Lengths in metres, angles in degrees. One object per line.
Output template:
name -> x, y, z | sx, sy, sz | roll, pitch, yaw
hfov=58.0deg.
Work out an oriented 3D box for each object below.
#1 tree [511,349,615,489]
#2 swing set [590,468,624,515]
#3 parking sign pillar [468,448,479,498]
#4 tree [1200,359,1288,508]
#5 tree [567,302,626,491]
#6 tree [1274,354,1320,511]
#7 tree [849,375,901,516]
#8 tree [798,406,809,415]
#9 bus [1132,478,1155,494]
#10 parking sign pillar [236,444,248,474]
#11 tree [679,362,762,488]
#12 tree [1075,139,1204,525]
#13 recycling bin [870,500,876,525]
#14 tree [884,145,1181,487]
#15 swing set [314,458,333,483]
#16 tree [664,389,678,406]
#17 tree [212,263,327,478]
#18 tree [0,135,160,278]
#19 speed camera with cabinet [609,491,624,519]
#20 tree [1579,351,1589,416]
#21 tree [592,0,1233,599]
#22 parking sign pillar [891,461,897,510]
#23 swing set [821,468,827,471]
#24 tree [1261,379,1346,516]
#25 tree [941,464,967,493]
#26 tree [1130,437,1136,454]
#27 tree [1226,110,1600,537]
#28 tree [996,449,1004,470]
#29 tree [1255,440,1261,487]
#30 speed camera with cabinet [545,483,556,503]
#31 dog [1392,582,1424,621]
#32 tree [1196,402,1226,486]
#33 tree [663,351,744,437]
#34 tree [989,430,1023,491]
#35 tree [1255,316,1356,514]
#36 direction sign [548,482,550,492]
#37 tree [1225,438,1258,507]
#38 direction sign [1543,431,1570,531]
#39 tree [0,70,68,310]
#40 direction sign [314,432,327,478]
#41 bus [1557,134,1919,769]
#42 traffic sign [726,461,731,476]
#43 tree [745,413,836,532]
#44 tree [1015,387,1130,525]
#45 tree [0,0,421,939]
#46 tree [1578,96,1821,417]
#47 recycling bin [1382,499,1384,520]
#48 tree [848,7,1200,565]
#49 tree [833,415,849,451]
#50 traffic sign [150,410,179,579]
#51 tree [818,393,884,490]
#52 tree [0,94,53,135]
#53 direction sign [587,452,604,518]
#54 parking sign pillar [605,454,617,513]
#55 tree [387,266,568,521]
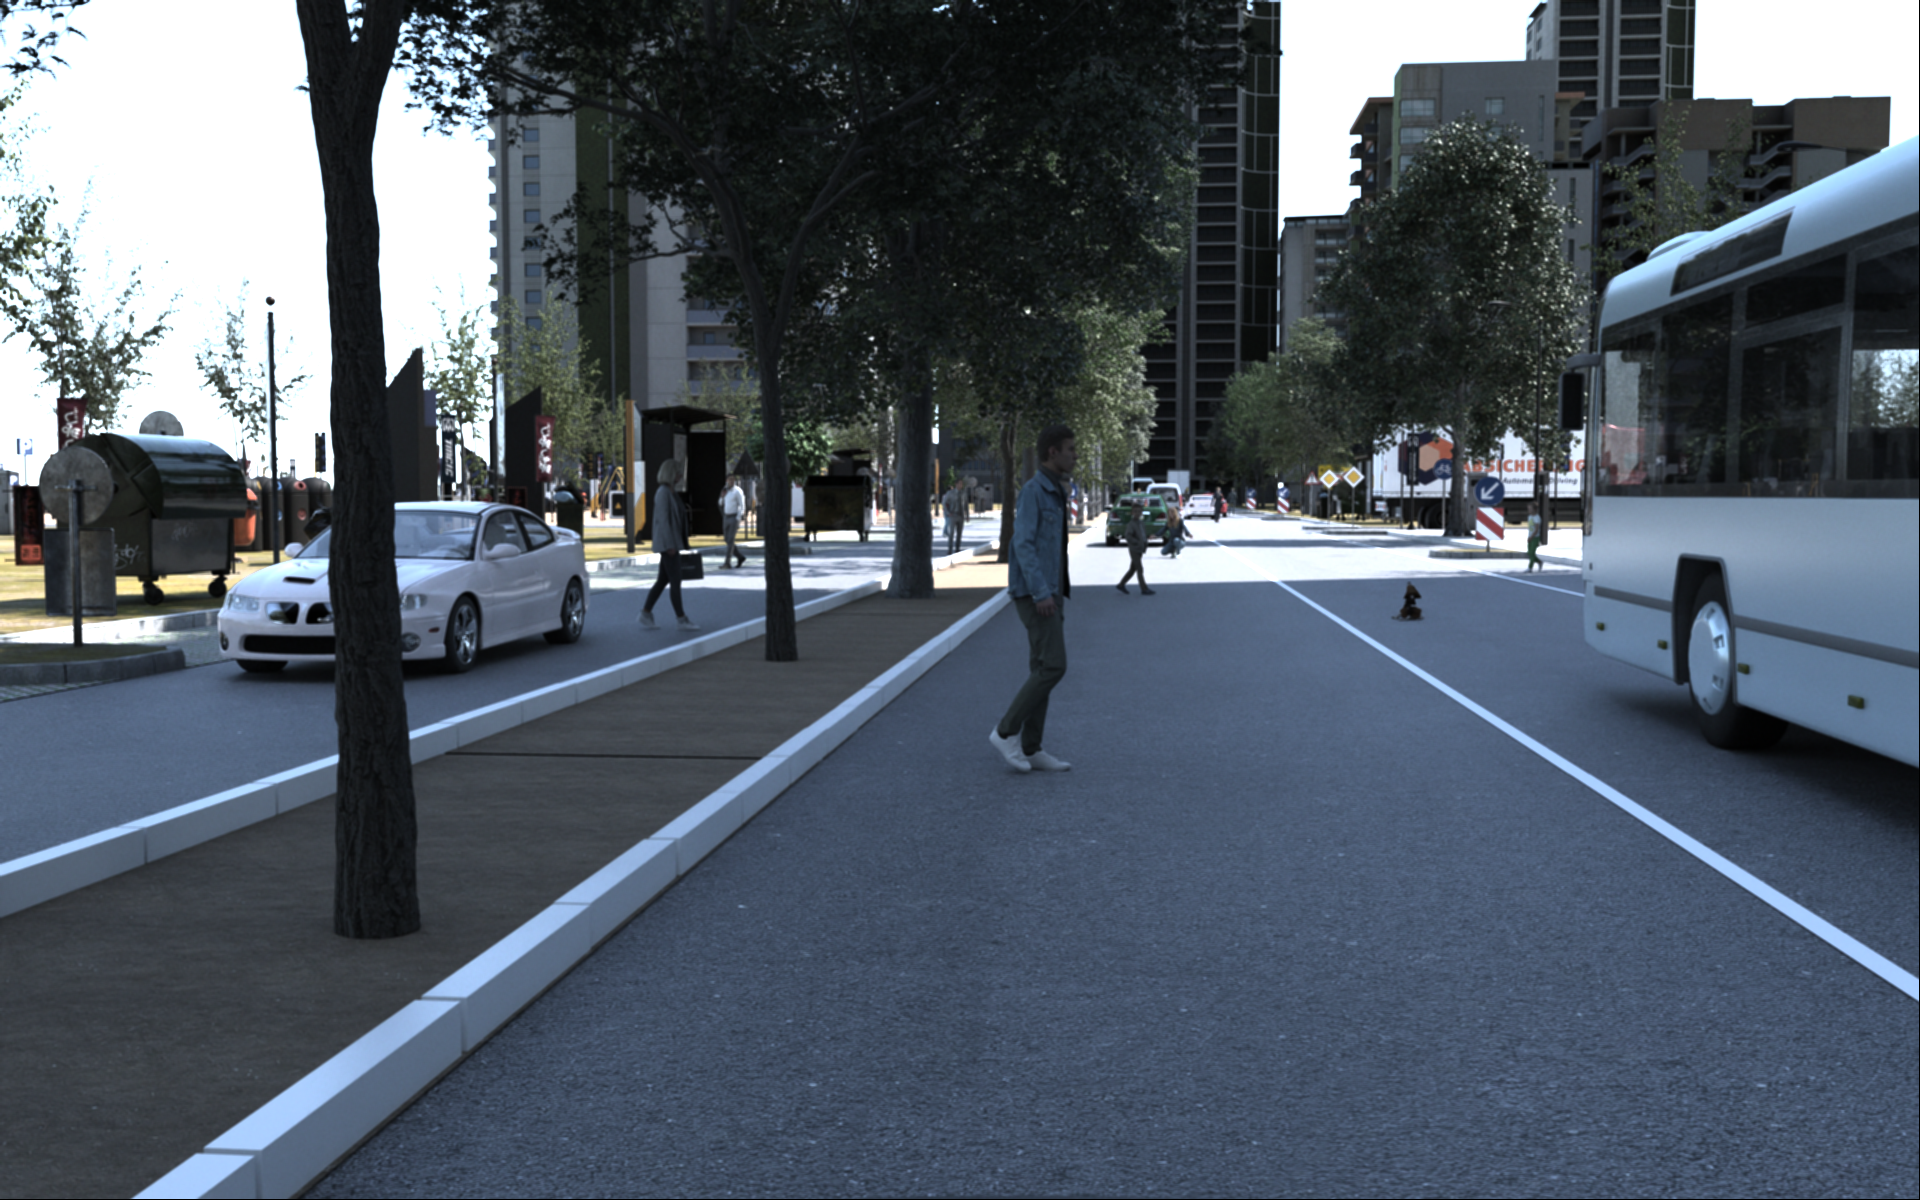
tree -> -19.854, -8.386, 87.476 | 4.360, 8.622, 3.978 | 0, 3, 0
swing set -> -20.102, -6.471, 103.429 | 2.862, 2.851, 3.119 | 0, 4, 2
parking sign pillar -> -27.394, -6.692, 97.891 | 1.447, 3.967, 1.447 | 1, 4, 10
tree -> 26.994, -15.115, 157.504 | 12.009, 13.543, 11.850 | 0, 3, 0
tree -> -14.803, -6.789, 61.357 | 4.737, 8.622, 4.395 | 0, 3, 0
tree -> 23.801, -12.519, 130.438 | 9.928, 11.665, 9.643 | 0, 3, 0
tree -> -4.223, -9.347, 103.190 | 4.360, 8.622, 3.978 | 0, 3, 0
tree -> -9.804, -10.247, 117.908 | 4.737, 8.622, 4.395 | 0, 3, 0
bus -> 21.992, -13.000, 207.403 | 2.948, 3.499, 13.247 | 0, 4, 7
parking sign pillar -> -38.383, -6.375, 92.704 | 1.447, 3.967, 1.447 | -2, 4, -27
tree -> -12.465, -8.877, 95.501 | 4.737, 8.622, 4.395 | 0, 3, 0
tree -> 5.904, -14.381, 93.473 | 12.611, 20.169, 13.585 | 0, 3, 0
recycling bin -> -3.888, -3.615, 71.663 | 0.722, 1.027, 0.722 | 0, 4, 6
tree -> 1.661, -7.536, 43.804 | 7.486, 12.596, 7.792 | 0, 3, 0
swing set -> -26.706, -4.803, 76.152 | 3.119, 2.851, 2.862 | -1, 4, -17
tree -> -16.355, -9.568, 106.806 | 4.737, 8.622, 4.395 | 0, 3, 0
tree -> -22.669, -6.402, 55.039 | 4.360, 8.622, 3.978 | 0, 3, 0
tree -> -19.394, -5.364, 38.058 | 4.360, 8.622, 3.978 | 0, 3, 0
speed camera with cabinet -> -17.337, -5.890, 90.642 | 2.038, 3.252, 0.660 | -1, 4, -13
tree -> 29.352, -7.752, 77.106 | 4.360, 8.622, 3.978 | 0, 3, 0
tree -> -0.678, -6.998, 23.530 | 9.857, 13.997, 8.962 | 0, 3, 0
parking sign pillar -> -5.206, -9.435, 142.741 | 1.447, 3.967, 1.447 | 1, 4, 10
swing set -> -8.405, -6.606, 105.620 | 2.862, 2.851, 3.119 | 0, 4, 3
tree -> 20.757, -9.228, 101.233 | 4.360, 8.622, 3.978 | 0, 3, 0
tree -> -0.535, -7.110, 110.851 | 1.663, 3.219, 1.824 | 0, 3, 0
tree -> 11.051, -10.796, 129.328 | 4.737, 8.622, 4.395 | 0, 3, 0
tree -> 15.003, -8.262, 52.090 | 9.611, 12.733, 9.660 | 0, 3, 0
tree -> 4.944, -13.035, 163.489 | 4.737, 8.622, 4.395 | 0, 3, 0
tree -> 25.389, -11.504, 138.455 | 4.360, 8.622, 3.978 | 0, 3, 0
speed camera with cabinet -> -32.694, -8.736, 137.170 | 2.038, 3.252, 0.660 | 2, 4, 32
dog -> 5.113, 0.015, 19.947 | 0.748, 0.427, 0.550 | -3, 4, -37
tree -> 30.757, -16.738, 190.667 | 9.611, 12.733, 9.660 | 0, 3, 0
tree -> -13.041, -8.484, 89.084 | 4.360, 8.622, 3.978 | 0, 3, 0
tree -> 4.142, -12.025, 146.969 | 4.360, 8.622, 3.978 | 0, 3, 0
tree -> 22.578, -11.766, 110.503 | 7.486, 12.596, 7.792 | 0, 3, 0
direction sign -> -35.247, -9.588, 148.760 | 0.379, 3.537, 0.876 | -2, 4, -29
tree -> 29.260, -13.863, 177.023 | 4.737, 8.622, 4.395 | 0, 3, 0
direction sign -> 20.961, -4.215, 60.913 | 0.876, 3.537, 0.379 | 1, 4, 17
tree -> -14.175, -4.405, 22.379 | 4.737, 8.622, 4.395 | 0, 3, 0
direction sign -> -23.320, -4.356, 63.216 | 0.876, 3.537, 0.379 | 3, 5, 44
bus -> 5.146, -0.731, 6.811 | 2.948, 3.499, 13.247 | 0, 4, 6
traffic sign -> -8.769, -3.873, 63.437 | 0.768, 2.556, 0.104 | 1, 4, 11
tree -> -5.791, -4.576, 58.537 | 4.285, 4.588, 4.351 | 0, 3, 0
tree -> 4.686, -7.266, 71.618 | 4.737, 8.622, 4.395 | 0, 3, 0
tree -> -1.847, -4.209, 5.693 | 8.767, 10.594, 7.601 | 0, 4, 6
tree -> 13.993, -5.038, 32.732 | 4.737, 8.622, 4.395 | 0, 3, 0
recycling bin -> 21.071, -4.395, 84.406 | 0.722, 1.027, 0.722 | -2, 4, -27
tree -> 1.059, -6.535, 35.057 | 9.928, 11.665, 9.643 | 0, 3, 0
tree -> -7.019, -10.871, 128.103 | 4.360, 8.622, 3.978 | 0, 3, 0
traffic sign -> -12.085, -1.596, 26.206 | 0.768, 2.556, 0.104 | 1, 4, 9
tree -> -6.528, -9.764, 110.004 | 4.737, 8.622, 4.395 | 0, 3, 0
tree -> -16.831, -4.754, 28.097 | 4.360, 8.622, 3.978 | 0, 3, 0
direction sign -> -19.523, -6.160, 92.718 | 0.876, 3.537, 0.379 | 0, 4, -5
parking sign pillar -> -23.229, -7.789, 115.824 | 1.447, 3.967, 1.447 | -1, 4, -18
tree -> -15.916, -6.413, 55.210 | 4.737, 8.622, 4.395 | 0, 3, 0
